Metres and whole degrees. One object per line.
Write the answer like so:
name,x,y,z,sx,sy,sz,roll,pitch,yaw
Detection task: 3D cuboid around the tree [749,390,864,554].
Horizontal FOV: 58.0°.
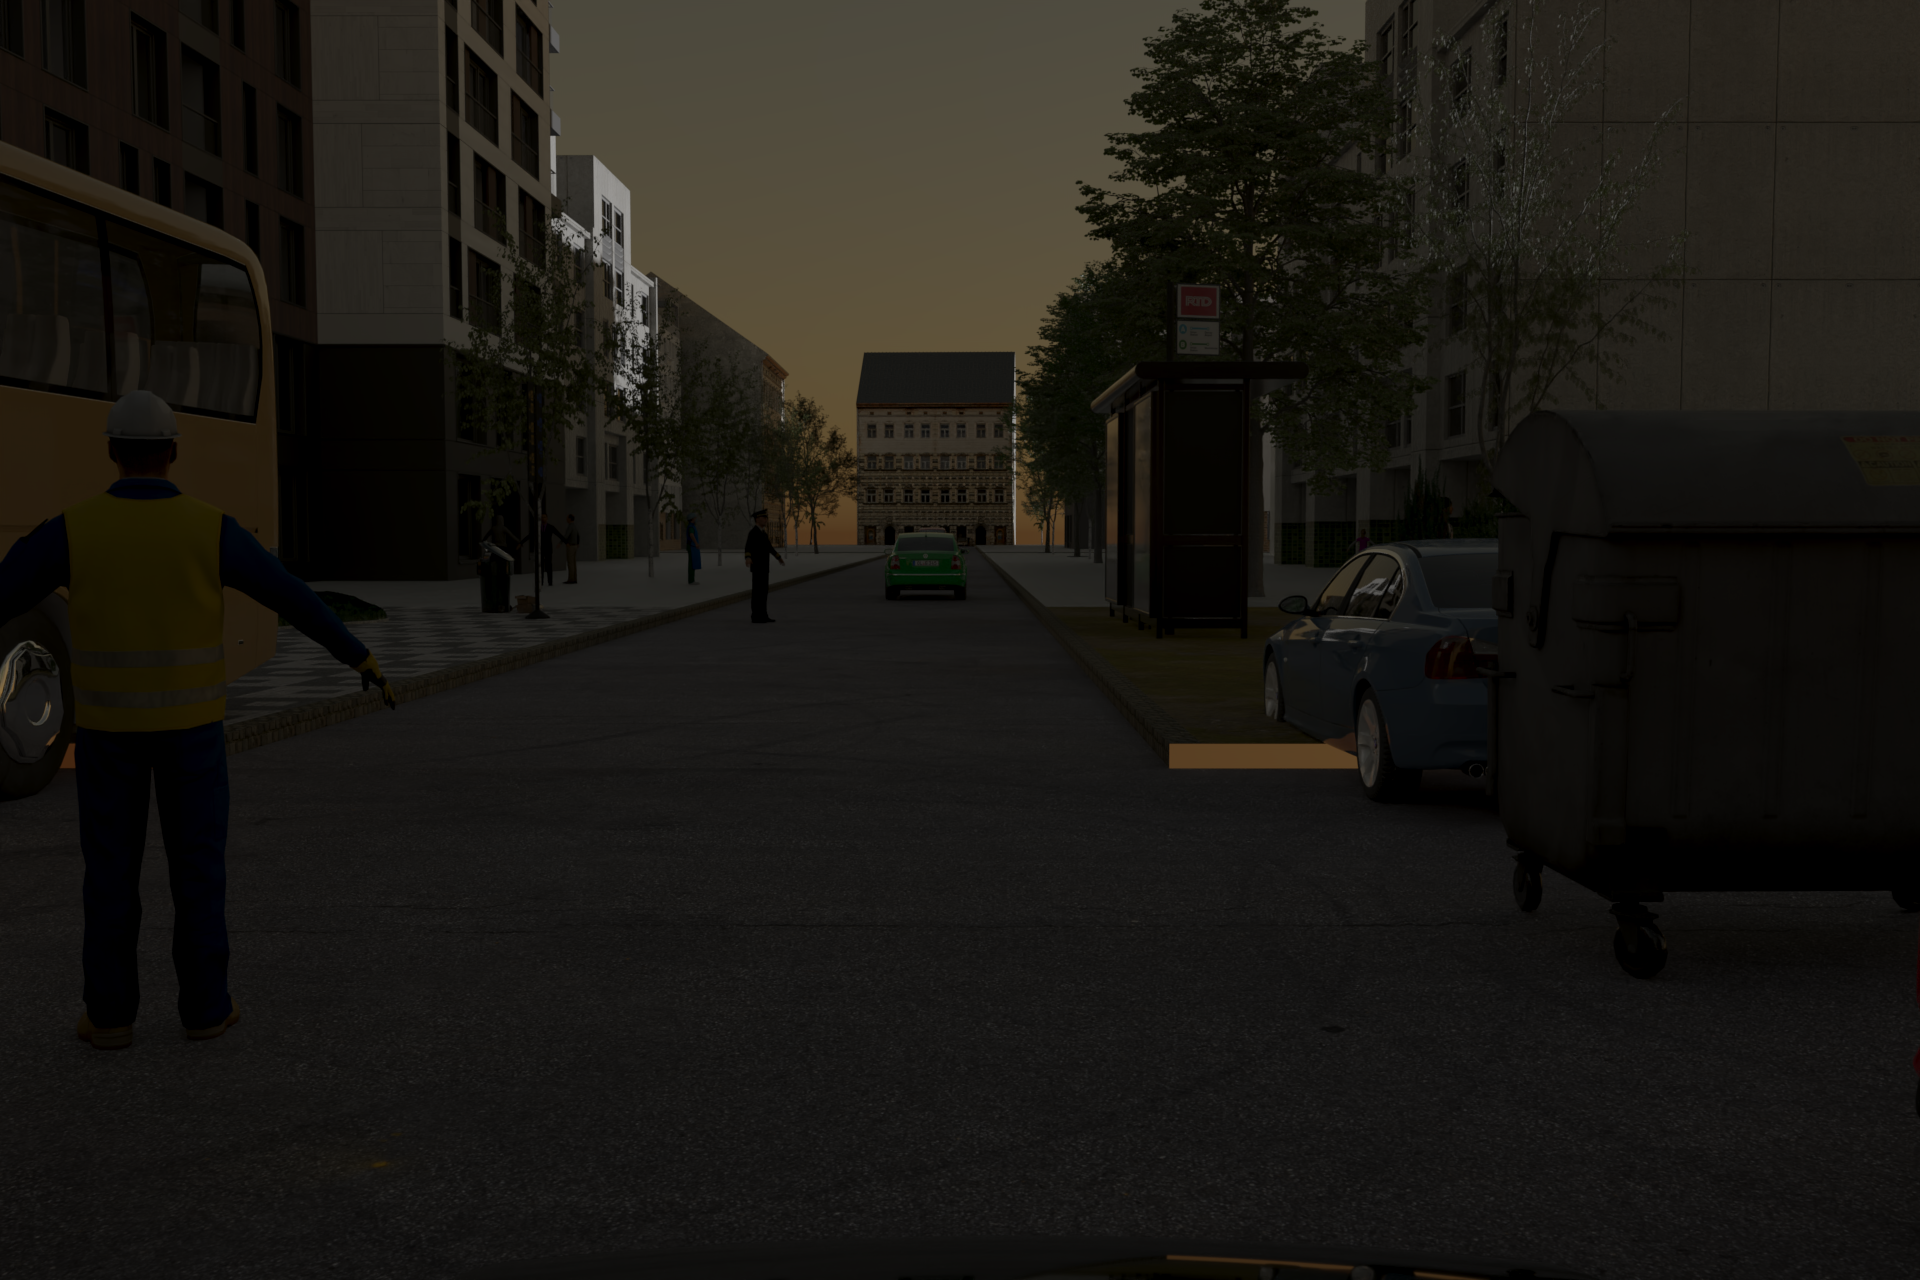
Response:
tree,-9.535,-10.860,111.974,7.601,10.594,8.767,3,4,39

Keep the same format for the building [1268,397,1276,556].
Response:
building,23.015,-9.061,90.293,9.099,9.664,28.070,0,4,0

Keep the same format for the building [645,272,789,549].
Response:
building,-25.850,-19.793,154.536,19.493,23.208,18.063,0,3,0

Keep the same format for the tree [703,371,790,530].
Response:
tree,-9.385,-7.804,77.965,4.360,8.622,3.978,0,3,0

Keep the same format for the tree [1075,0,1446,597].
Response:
tree,5.670,-7.163,35.250,7.486,12.596,7.792,0,3,0

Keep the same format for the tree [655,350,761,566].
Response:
tree,-9.781,-7.280,69.391,4.737,8.622,4.395,0,3,0

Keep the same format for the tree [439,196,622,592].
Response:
tree,-9.406,-5.373,38.212,4.737,8.622,4.395,0,3,0

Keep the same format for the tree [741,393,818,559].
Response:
tree,-8.889,-8.526,89.770,4.360,8.622,3.978,0,3,0

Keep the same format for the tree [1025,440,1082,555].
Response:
tree,5.949,-9.679,108.615,4.737,8.622,4.395,0,3,0

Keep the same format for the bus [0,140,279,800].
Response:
bus,-6.246,-0.915,6.510,2.896,3.916,12.252,0,4,0

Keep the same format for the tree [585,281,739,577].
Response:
tree,-8.969,-6.176,51.342,4.737,8.622,4.395,0,3,0

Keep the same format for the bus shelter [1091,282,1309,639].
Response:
bus shelter,3.138,-2.917,25.328,2.179,5.291,8.768,0,4,-1

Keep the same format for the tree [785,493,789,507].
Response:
tree,-21.407,-15.409,202.295,4.360,8.622,3.978,0,3,0

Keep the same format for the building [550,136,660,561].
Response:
building,-25.427,-13.138,81.260,16.747,18.905,31.486,0,4,1

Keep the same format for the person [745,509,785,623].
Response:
person,-3.203,-1.199,27.995,0.705,1.837,1.347,1,4,19

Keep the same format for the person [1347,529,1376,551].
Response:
person,11.576,-2.470,49.656,0.991,1.433,0.599,2,4,26

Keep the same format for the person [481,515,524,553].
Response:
person,-12.992,-2.621,48.982,1.348,1.813,0.705,1,4,16

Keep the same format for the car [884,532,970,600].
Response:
car,-0.754,-1.847,38.993,1.959,1.807,4.718,0,4,-1

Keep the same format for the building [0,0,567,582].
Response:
building,-27.854,-12.254,44.327,27.936,21.610,32.646,0,4,0

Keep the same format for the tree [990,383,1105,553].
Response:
tree,5.879,-11.666,116.487,9.928,11.665,9.643,0,3,0

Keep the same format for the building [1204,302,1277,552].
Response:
building,24.744,-17.259,138.596,16.016,20.090,11.380,0,4,1

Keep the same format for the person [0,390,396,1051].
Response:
person,-2.299,0.214,4.920,1.349,1.833,0.705,-2,4,-24

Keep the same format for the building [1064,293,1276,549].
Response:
building,23.657,-19.533,163.338,27.936,21.610,32.646,0,3,0

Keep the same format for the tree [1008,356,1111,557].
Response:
tree,6.686,-10.428,96.248,9.928,11.665,9.643,0,3,0

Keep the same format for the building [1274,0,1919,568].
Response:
building,21.830,-11.718,58.050,16.747,18.905,31.486,0,3,0

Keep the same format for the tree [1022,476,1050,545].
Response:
tree,9.650,-15.805,208.770,4.737,8.622,4.395,0,3,0

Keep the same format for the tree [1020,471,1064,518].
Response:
tree,10.522,-16.331,201.426,7.601,10.594,8.767,0,4,5

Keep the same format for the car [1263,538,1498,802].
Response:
car,3.040,0.088,10.563,2.014,1.417,4.499,0,4,-1

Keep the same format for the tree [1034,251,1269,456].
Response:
tree,6.617,-8.242,60.510,9.928,11.665,9.643,0,3,0

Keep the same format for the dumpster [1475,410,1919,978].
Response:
dumpster,2.879,0.132,6.064,1.865,1.857,1.264,0,4,-1

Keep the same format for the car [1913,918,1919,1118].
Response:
car,2.850,0.443,1.805,2.155,1.783,4.494,0,3,0

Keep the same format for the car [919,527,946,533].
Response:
car,-1.577,-5.472,98.132,2.281,1.827,5.304,0,3,0

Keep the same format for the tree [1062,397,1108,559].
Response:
tree,6.338,-8.380,87.373,4.360,8.622,3.978,0,3,0

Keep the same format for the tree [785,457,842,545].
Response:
tree,-17.680,-16.776,208.691,7.601,10.594,8.767,0,4,8

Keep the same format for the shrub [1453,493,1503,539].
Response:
shrub,8.914,-1.520,28.902,1.661,2.075,1.752,0,3,0

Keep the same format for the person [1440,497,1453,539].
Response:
person,7.072,-1.168,25.248,0.704,1.843,1.345,1,4,15

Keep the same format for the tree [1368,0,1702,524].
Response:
tree,7.065,-4.467,23.398,4.360,8.622,3.978,0,3,0

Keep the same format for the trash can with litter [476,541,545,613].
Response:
trash can with litter,-7.315,-1.028,28.197,1.055,1.170,0.624,0,4,2

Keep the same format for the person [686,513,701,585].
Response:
person,-6.747,-2.308,43.860,0.704,1.817,1.347,-1,4,-12

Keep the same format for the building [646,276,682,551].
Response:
building,-27.627,-16.636,128.417,16.016,20.090,11.380,0,4,-1

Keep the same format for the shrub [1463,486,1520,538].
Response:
shrub,5.752,-0.805,17.575,1.690,2.028,1.600,0,3,0

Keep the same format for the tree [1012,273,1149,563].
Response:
tree,5.708,-9.660,76.076,7.486,12.596,7.792,0,3,0

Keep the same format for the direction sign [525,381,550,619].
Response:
direction sign,-6.415,-2.091,26.191,0.379,3.537,0.876,0,4,0

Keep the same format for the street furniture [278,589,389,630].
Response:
street furniture,-11.307,-0.383,21.888,5.734,0.657,10.072,1,4,9

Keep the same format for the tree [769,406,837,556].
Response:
tree,-9.269,-9.088,98.951,4.737,8.622,4.395,0,3,0

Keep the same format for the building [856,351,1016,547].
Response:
building,-2.457,-22.890,207.631,18.063,23.208,19.493,0,4,2

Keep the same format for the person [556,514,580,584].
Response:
person,-10.054,-2.349,44.681,0.705,1.796,1.348,1,4,9

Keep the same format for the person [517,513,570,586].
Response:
person,-10.305,-2.246,42.945,1.346,1.802,0.704,0,4,2
